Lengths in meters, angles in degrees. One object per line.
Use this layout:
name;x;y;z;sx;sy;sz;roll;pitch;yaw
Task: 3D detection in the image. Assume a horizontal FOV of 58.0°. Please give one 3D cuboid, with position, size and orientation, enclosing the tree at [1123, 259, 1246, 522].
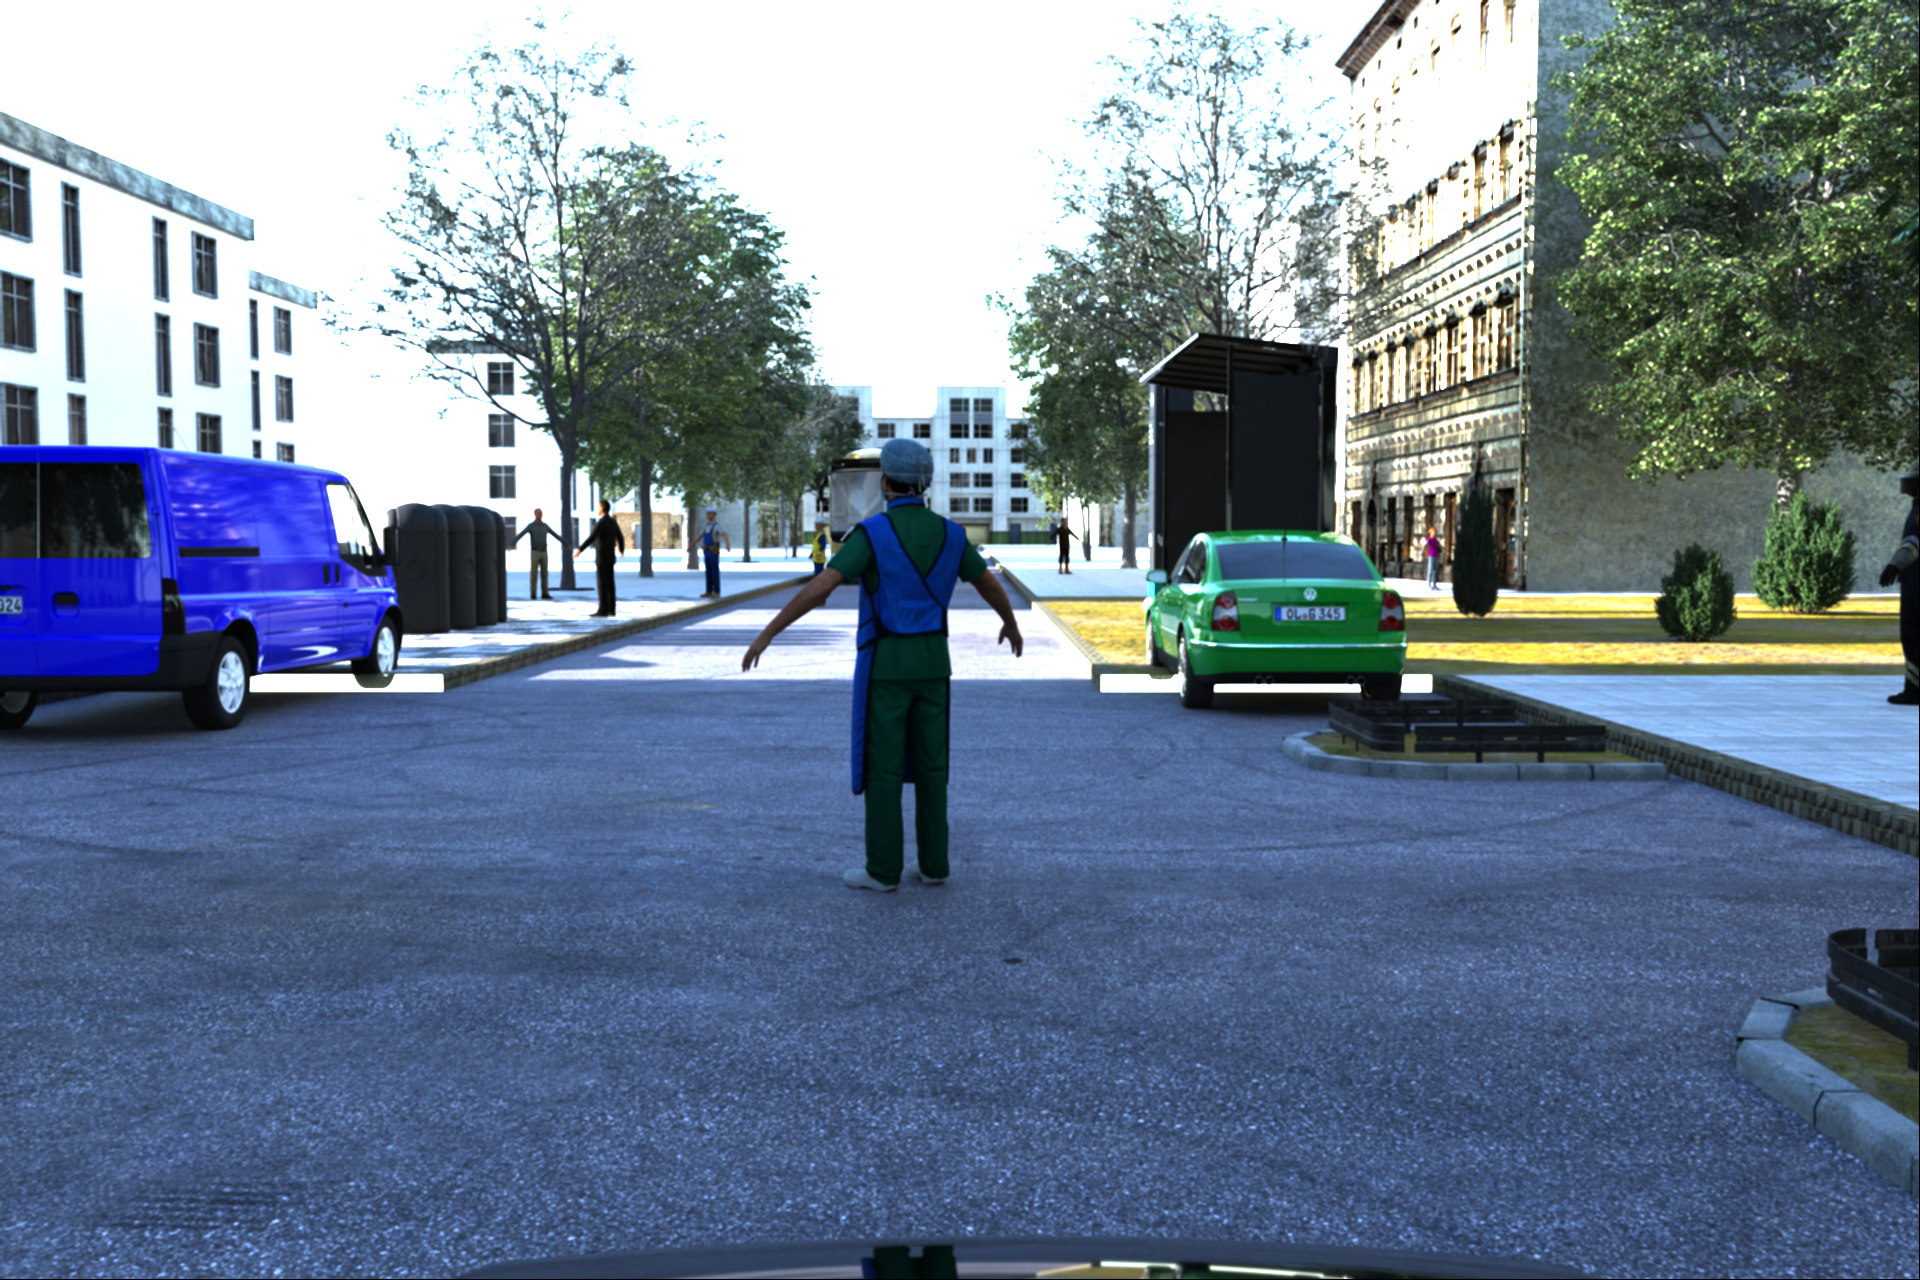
tree;6.082;-5.910;46.986;4.360;8.622;3.978;0;3;0

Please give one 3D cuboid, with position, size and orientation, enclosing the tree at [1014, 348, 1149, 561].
tree;6.341;-9.041;82.225;8.767;10.594;7.601;3;4;38

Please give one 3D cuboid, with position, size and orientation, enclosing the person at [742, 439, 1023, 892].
person;-0.245;0.094;7.050;1.347;1.817;0.704;-2;4;-35

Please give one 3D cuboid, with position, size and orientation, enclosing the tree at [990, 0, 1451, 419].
tree;5.722;-7.757;37.195;12.009;13.543;11.850;0;3;0

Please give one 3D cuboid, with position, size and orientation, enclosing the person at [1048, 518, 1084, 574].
person;3.370;-3.029;55.669;1.346;1.812;0.704;-2;4;-29

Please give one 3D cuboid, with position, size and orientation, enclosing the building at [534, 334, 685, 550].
building;-28.500;-17.391;140.767;16.016;20.090;11.380;0;4;1

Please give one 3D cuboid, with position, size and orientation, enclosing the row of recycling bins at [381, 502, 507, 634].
row of recycling bins;-7.012;-1.023;23.841;1.069;1.692;3.534;0;4;1

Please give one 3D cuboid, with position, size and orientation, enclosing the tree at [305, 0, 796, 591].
tree;-8.977;-7.882;39.246;12.009;13.543;11.850;0;3;0

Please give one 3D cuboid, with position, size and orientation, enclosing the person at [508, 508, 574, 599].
person;-8.277;-1.702;34.097;1.348;1.796;0.705;-2;4;-35

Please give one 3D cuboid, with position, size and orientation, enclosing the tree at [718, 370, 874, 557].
tree;-9.092;-9.804;94.711;8.767;10.594;7.601;-1;4;-9

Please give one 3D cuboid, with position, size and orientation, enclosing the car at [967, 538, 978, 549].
car;-0.257;-3.398;68.140;1.945;1.354;3.894;0;3;0

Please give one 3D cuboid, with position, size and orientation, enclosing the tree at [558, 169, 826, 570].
tree;-9.561;-9.487;61.765;9.857;13.997;8.962;0;3;0

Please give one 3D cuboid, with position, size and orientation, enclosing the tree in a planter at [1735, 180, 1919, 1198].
tree in a planter;3.057;-0.422;4.127;1.991;3.239;1.994;0;4;0

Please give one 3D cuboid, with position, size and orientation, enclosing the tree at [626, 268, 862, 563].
tree;-9.433;-10.172;76.690;12.009;13.543;11.850;0;3;0

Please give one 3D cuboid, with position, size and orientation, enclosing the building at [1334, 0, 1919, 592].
building;21.694;-13.194;46.658;19.493;23.208;18.063;0;3;0

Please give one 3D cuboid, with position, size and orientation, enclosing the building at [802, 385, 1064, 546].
building;-3.451;-21.000;212.263;31.486;18.905;16.747;0;4;-4

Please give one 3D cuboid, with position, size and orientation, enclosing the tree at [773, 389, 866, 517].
tree;-8.657;-10.773;110.547;7.601;10.594;8.767;-1;4;-11

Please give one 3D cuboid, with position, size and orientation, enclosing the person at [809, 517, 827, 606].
person;-2.870;-1.563;34.476;0.721;1.772;1.216;-1;4;-12

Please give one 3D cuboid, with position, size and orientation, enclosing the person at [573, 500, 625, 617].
person;-5.541;-1.266;26.922;0.704;1.802;1.346;1;4;21

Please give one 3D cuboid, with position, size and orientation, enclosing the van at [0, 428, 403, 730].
van;-6.260;-0.609;14.348;2.240;2.365;5.245;0;4;0

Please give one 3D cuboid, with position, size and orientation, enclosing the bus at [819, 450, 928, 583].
bus;-2.422;-3.825;54.084;2.896;3.916;12.252;0;4;0

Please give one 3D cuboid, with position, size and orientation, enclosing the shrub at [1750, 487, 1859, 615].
shrub;13.425;-1.415;27.557;1.690;2.028;1.600;0;3;0

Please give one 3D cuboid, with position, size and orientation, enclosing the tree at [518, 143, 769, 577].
tree;-9.746;-8.146;51.321;7.486;12.596;7.792;0;3;0

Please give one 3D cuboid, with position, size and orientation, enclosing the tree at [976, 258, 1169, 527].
tree;7.100;-15.392;107.550;12.611;20.169;13.585;0;3;0

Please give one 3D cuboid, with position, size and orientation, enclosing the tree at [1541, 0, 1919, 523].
tree;15.942;-7.732;33.081;9.857;13.997;8.962;0;3;0

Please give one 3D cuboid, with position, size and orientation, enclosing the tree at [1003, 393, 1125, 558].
tree;6.696;-9.679;92.671;8.767;10.594;7.601;0;4;-5

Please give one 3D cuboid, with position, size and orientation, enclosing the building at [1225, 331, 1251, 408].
building;25.244;-18.374;156.829;16.016;20.090;11.380;0;4;1

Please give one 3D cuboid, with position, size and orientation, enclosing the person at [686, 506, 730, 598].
person;-5.032;-1.781;34.976;1.347;1.847;0.705;3;5;43

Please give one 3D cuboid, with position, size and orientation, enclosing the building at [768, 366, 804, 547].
building;-26.582;-21.510;182.616;19.493;23.208;18.063;0;4;0

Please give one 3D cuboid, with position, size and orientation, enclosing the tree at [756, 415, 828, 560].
tree;-8.727;-8.367;87.167;4.737;8.622;4.395;0;3;0

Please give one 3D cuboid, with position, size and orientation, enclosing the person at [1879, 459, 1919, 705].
person;7.233;-0.442;13.096;0.704;1.845;1.351;3;5;40

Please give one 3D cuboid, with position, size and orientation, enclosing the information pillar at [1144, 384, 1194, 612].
information pillar;3.437;-2.378;28.251;0.750;3.857;0.750;0;4;-2

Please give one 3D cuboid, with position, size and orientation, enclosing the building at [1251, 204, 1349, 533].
building;22.078;-14.906;100.128;16.016;20.090;11.380;0;3;0

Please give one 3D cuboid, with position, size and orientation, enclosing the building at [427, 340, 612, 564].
building;-22.335;-8.982;89.002;9.099;9.664;28.070;0;4;0

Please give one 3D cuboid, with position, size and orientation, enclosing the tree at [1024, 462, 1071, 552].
tree;6.766;-10.411;120.577;4.737;8.622;4.395;0;3;0

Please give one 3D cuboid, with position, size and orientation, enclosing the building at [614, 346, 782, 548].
building;-27.266;-20.361;163.837;19.493;23.208;18.063;0;3;0

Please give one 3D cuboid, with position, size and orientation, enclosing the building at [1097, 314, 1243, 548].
building;23.875;-20.952;173.490;19.493;23.208;18.063;0;3;0

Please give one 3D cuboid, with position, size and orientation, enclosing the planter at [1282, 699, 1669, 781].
planter;3.121;0.617;11.051;1.991;0.319;1.994;0;4;0

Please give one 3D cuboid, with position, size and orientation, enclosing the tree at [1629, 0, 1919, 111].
tree;9.239;-6.223;12.110;12.009;13.543;11.850;0;3;0

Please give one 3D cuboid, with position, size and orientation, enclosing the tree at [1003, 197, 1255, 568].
tree;6.412;-9.692;65.124;9.857;13.997;8.962;0;3;0

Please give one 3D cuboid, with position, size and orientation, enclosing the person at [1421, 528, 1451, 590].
person;10.919;-1.867;39.791;0.991;1.433;0.599;-2;4;-35

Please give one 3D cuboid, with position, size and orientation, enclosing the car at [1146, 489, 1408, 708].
car;2.721;-0.418;15.624;1.959;1.807;4.718;0;4;0

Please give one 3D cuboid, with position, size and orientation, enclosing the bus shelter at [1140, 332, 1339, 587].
bus shelter;3.611;-1.959;23.316;1.731;3.624;6.357;0;4;0

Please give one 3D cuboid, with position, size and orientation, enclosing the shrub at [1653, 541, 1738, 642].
shrub;8.768;-0.582;20.633;1.383;1.207;1.383;0;3;0

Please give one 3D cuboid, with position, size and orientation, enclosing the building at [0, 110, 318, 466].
building;-23.296;-6.371;46.313;9.099;9.664;28.070;0;4;1
